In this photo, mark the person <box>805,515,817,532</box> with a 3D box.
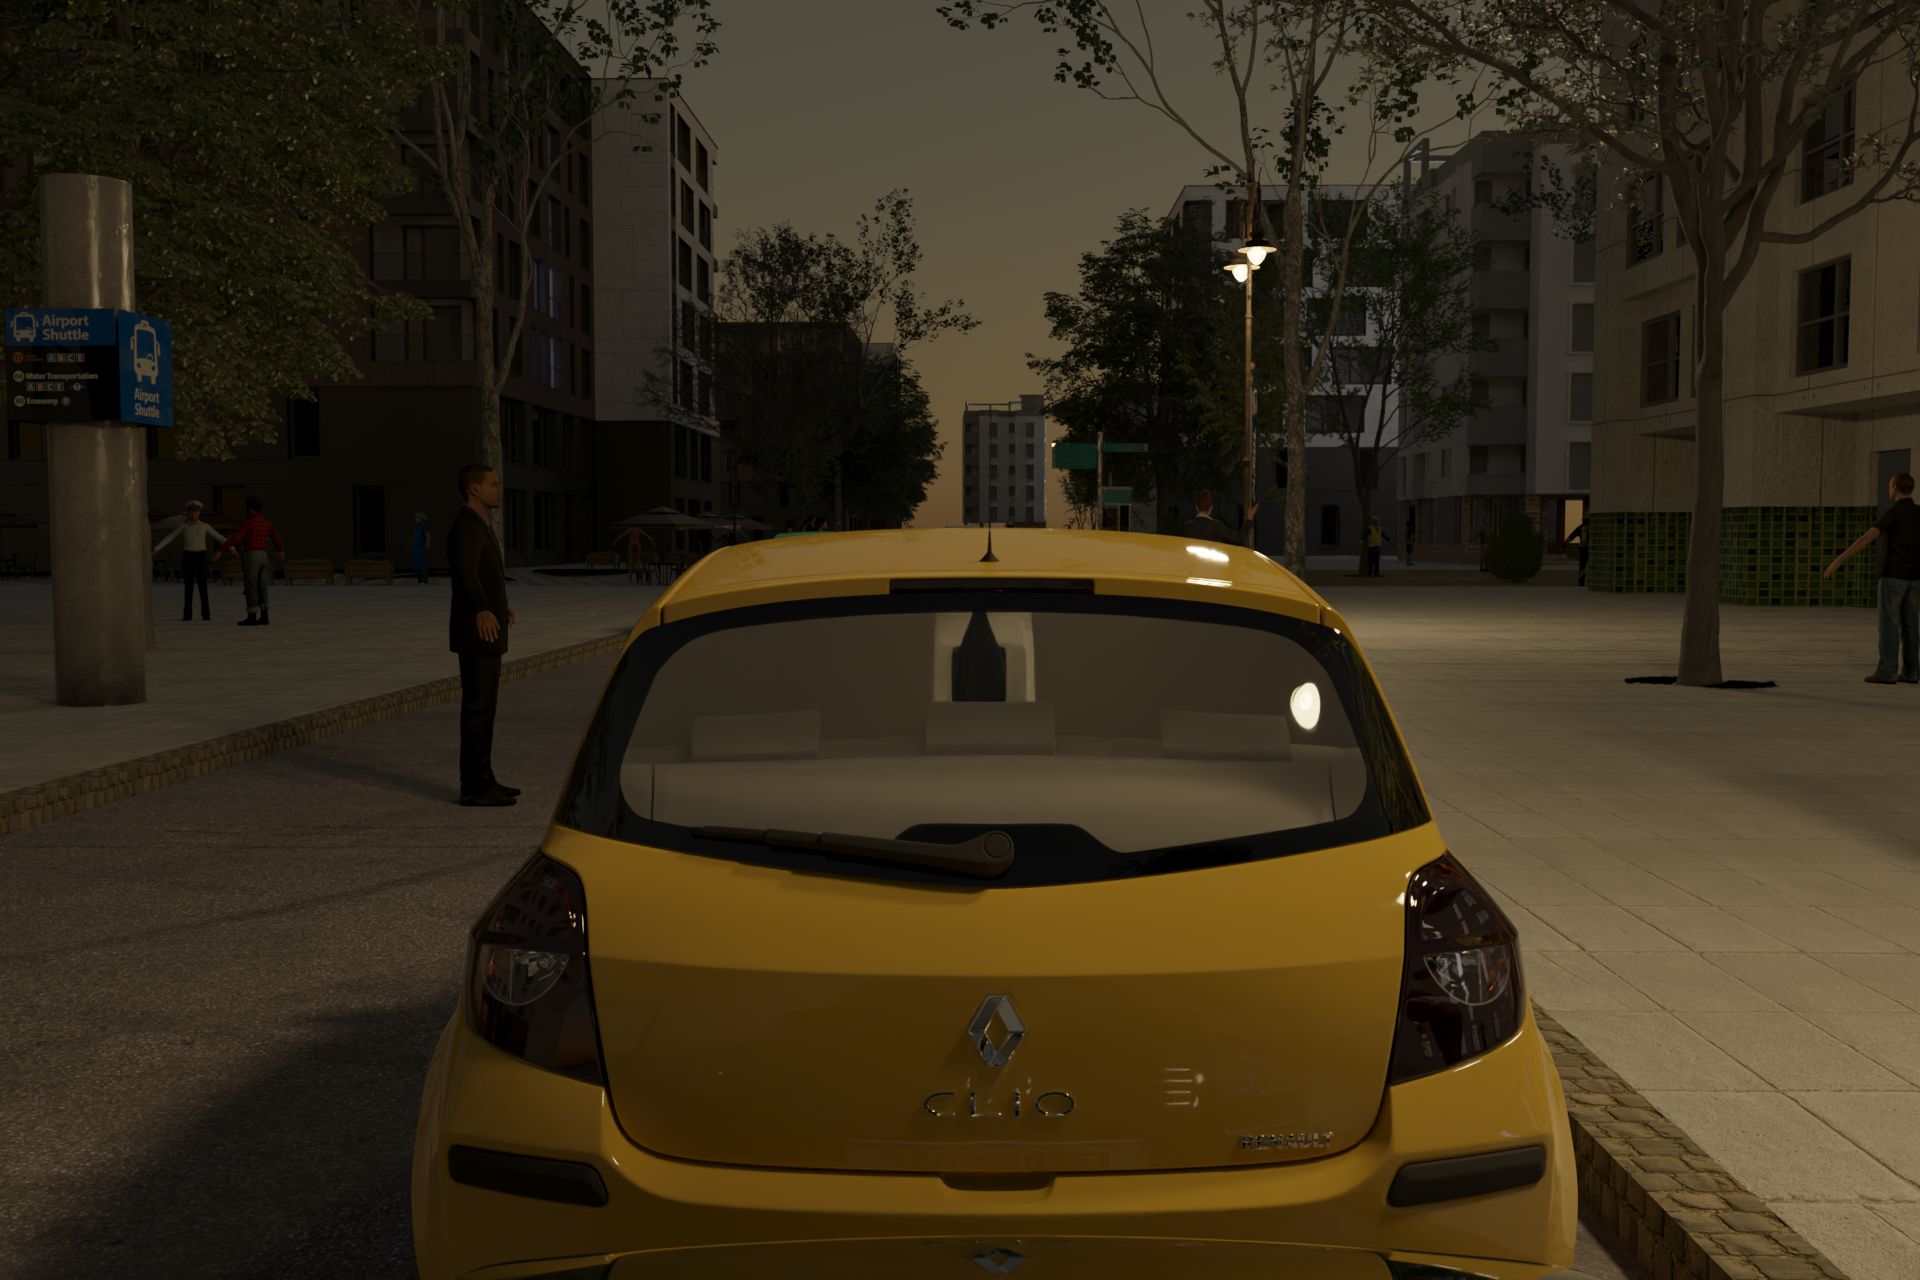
[{"bbox_3d":[-4.044,-2.542,47.748,0.705,1.806,1.347,1,4,21],"label":"person"}]

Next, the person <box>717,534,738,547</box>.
[{"bbox_3d":[-10.542,-4.471,78.863,0.705,1.858,1.354,3,4,37],"label":"person"}]

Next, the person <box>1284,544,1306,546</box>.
[{"bbox_3d":[13.993,-3.861,72.394,0.991,1.433,0.599,-1,4,-12],"label":"person"}]

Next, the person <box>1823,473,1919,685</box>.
[{"bbox_3d":[8.043,-0.529,14.865,1.348,1.803,0.705,-1,4,-16],"label":"person"}]

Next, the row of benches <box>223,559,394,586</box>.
[{"bbox_3d":[-16.328,-1.698,43.222,4.104,0.672,1.422,-1,4,-9],"label":"row of benches"}]

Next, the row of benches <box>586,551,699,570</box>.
[{"bbox_3d":[-11.261,-2.843,61.947,4.104,0.672,1.422,0,4,4],"label":"row of benches"}]

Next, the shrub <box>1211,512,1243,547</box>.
[{"bbox_3d":[8.747,-3.286,58.152,1.690,2.028,1.600,0,3,0],"label":"shrub"}]

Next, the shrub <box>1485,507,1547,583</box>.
[{"bbox_3d":[14.672,-2.530,45.782,1.690,2.028,1.600,0,3,0],"label":"shrub"}]

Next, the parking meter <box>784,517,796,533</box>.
[{"bbox_3d":[-5.957,-3.372,60.839,0.399,1.863,0.255,0,4,3],"label":"parking meter"}]

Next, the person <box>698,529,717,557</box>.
[{"bbox_3d":[-10.597,-4.049,72.345,0.704,1.812,1.346,-3,5,-41],"label":"person"}]

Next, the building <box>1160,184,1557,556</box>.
[{"bbox_3d":[27.343,-16.750,117.842,27.936,21.610,32.646,0,4,1],"label":"building"}]

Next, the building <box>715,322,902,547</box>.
[{"bbox_3d":[-21.015,-20.753,183.289,27.936,21.610,32.646,0,4,2],"label":"building"}]

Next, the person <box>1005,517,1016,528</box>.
[{"bbox_3d":[1.270,-2.151,43.396,1.354,1.858,0.705,2,4,28],"label":"person"}]

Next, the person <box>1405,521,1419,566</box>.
[{"bbox_3d":[18.330,-3.933,70.446,0.704,1.843,1.345,0,4,-6],"label":"person"}]

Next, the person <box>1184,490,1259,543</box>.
[{"bbox_3d":[2.649,-0.661,17.655,0.742,1.727,0.445,0,4,2],"label":"person"}]

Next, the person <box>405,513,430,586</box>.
[{"bbox_3d":[-13.449,-2.262,43.112,0.704,1.817,1.347,-3,5,-40],"label":"person"}]

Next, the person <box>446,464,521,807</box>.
[{"bbox_3d":[-2.533,-0.034,9.234,0.704,1.802,1.346,-1,4,-11],"label":"person"}]

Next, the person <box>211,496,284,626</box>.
[{"bbox_3d":[-9.923,-1.113,24.309,0.704,1.816,1.345,1,4,20],"label":"person"}]

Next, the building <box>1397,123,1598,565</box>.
[{"bbox_3d":[26.713,-13.922,84.050,16.016,20.090,11.380,0,4,1],"label":"building"}]

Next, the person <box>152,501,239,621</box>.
[{"bbox_3d":[-11.322,-1.172,25.622,1.216,1.778,0.721,-1,4,-18],"label":"person"}]

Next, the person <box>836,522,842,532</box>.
[{"bbox_3d":[-4.778,-3.871,69.748,0.721,1.772,1.216,0,4,7],"label":"person"}]

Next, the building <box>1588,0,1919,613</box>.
[{"bbox_3d":[22.111,-9.545,22.511,16.747,18.905,31.486,0,4,1],"label":"building"}]

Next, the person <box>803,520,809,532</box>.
[{"bbox_3d":[-5.657,-3.557,64.340,0.705,1.806,1.347,0,4,-2],"label":"person"}]

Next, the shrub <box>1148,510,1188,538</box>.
[{"bbox_3d":[6.209,-2.841,50.862,1.690,2.028,1.600,0,3,0],"label":"shrub"}]

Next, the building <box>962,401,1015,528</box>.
[{"bbox_3d":[0.699,-23.207,238.306,11.380,20.090,16.016,0,4,-4],"label":"building"}]

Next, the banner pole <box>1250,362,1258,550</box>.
[{"bbox_3d":[4.229,-2.144,25.079,0.401,3.779,0.863,0,4,1],"label":"banner pole"}]

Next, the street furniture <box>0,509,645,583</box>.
[{"bbox_3d":[-24.188,-2.866,51.896,27.439,1.986,14.083,0,4,4],"label":"street furniture"}]

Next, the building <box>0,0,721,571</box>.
[{"bbox_3d":[-27.033,-14.194,76.051,27.936,21.610,32.646,0,4,1],"label":"building"}]

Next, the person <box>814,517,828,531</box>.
[{"bbox_3d":[-2.500,-1.417,32.347,0.721,1.740,1.216,-1,4,-13],"label":"person"}]

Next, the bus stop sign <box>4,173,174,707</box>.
[{"bbox_3d":[-6.518,-1.469,13.033,0.837,3.901,0.837,0,4,1],"label":"bus stop sign"}]

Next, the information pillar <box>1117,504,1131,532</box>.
[{"bbox_3d":[3.990,-2.307,42.209,0.304,2.012,0.304,0,4,1],"label":"information pillar"}]

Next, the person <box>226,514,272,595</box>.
[{"bbox_3d":[-15.041,-1.830,36.749,1.217,1.735,0.721,-1,4,-18],"label":"person"}]

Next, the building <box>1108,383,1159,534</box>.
[{"bbox_3d":[26.887,-21.059,210.775,16.747,18.905,31.486,0,4,1],"label":"building"}]
